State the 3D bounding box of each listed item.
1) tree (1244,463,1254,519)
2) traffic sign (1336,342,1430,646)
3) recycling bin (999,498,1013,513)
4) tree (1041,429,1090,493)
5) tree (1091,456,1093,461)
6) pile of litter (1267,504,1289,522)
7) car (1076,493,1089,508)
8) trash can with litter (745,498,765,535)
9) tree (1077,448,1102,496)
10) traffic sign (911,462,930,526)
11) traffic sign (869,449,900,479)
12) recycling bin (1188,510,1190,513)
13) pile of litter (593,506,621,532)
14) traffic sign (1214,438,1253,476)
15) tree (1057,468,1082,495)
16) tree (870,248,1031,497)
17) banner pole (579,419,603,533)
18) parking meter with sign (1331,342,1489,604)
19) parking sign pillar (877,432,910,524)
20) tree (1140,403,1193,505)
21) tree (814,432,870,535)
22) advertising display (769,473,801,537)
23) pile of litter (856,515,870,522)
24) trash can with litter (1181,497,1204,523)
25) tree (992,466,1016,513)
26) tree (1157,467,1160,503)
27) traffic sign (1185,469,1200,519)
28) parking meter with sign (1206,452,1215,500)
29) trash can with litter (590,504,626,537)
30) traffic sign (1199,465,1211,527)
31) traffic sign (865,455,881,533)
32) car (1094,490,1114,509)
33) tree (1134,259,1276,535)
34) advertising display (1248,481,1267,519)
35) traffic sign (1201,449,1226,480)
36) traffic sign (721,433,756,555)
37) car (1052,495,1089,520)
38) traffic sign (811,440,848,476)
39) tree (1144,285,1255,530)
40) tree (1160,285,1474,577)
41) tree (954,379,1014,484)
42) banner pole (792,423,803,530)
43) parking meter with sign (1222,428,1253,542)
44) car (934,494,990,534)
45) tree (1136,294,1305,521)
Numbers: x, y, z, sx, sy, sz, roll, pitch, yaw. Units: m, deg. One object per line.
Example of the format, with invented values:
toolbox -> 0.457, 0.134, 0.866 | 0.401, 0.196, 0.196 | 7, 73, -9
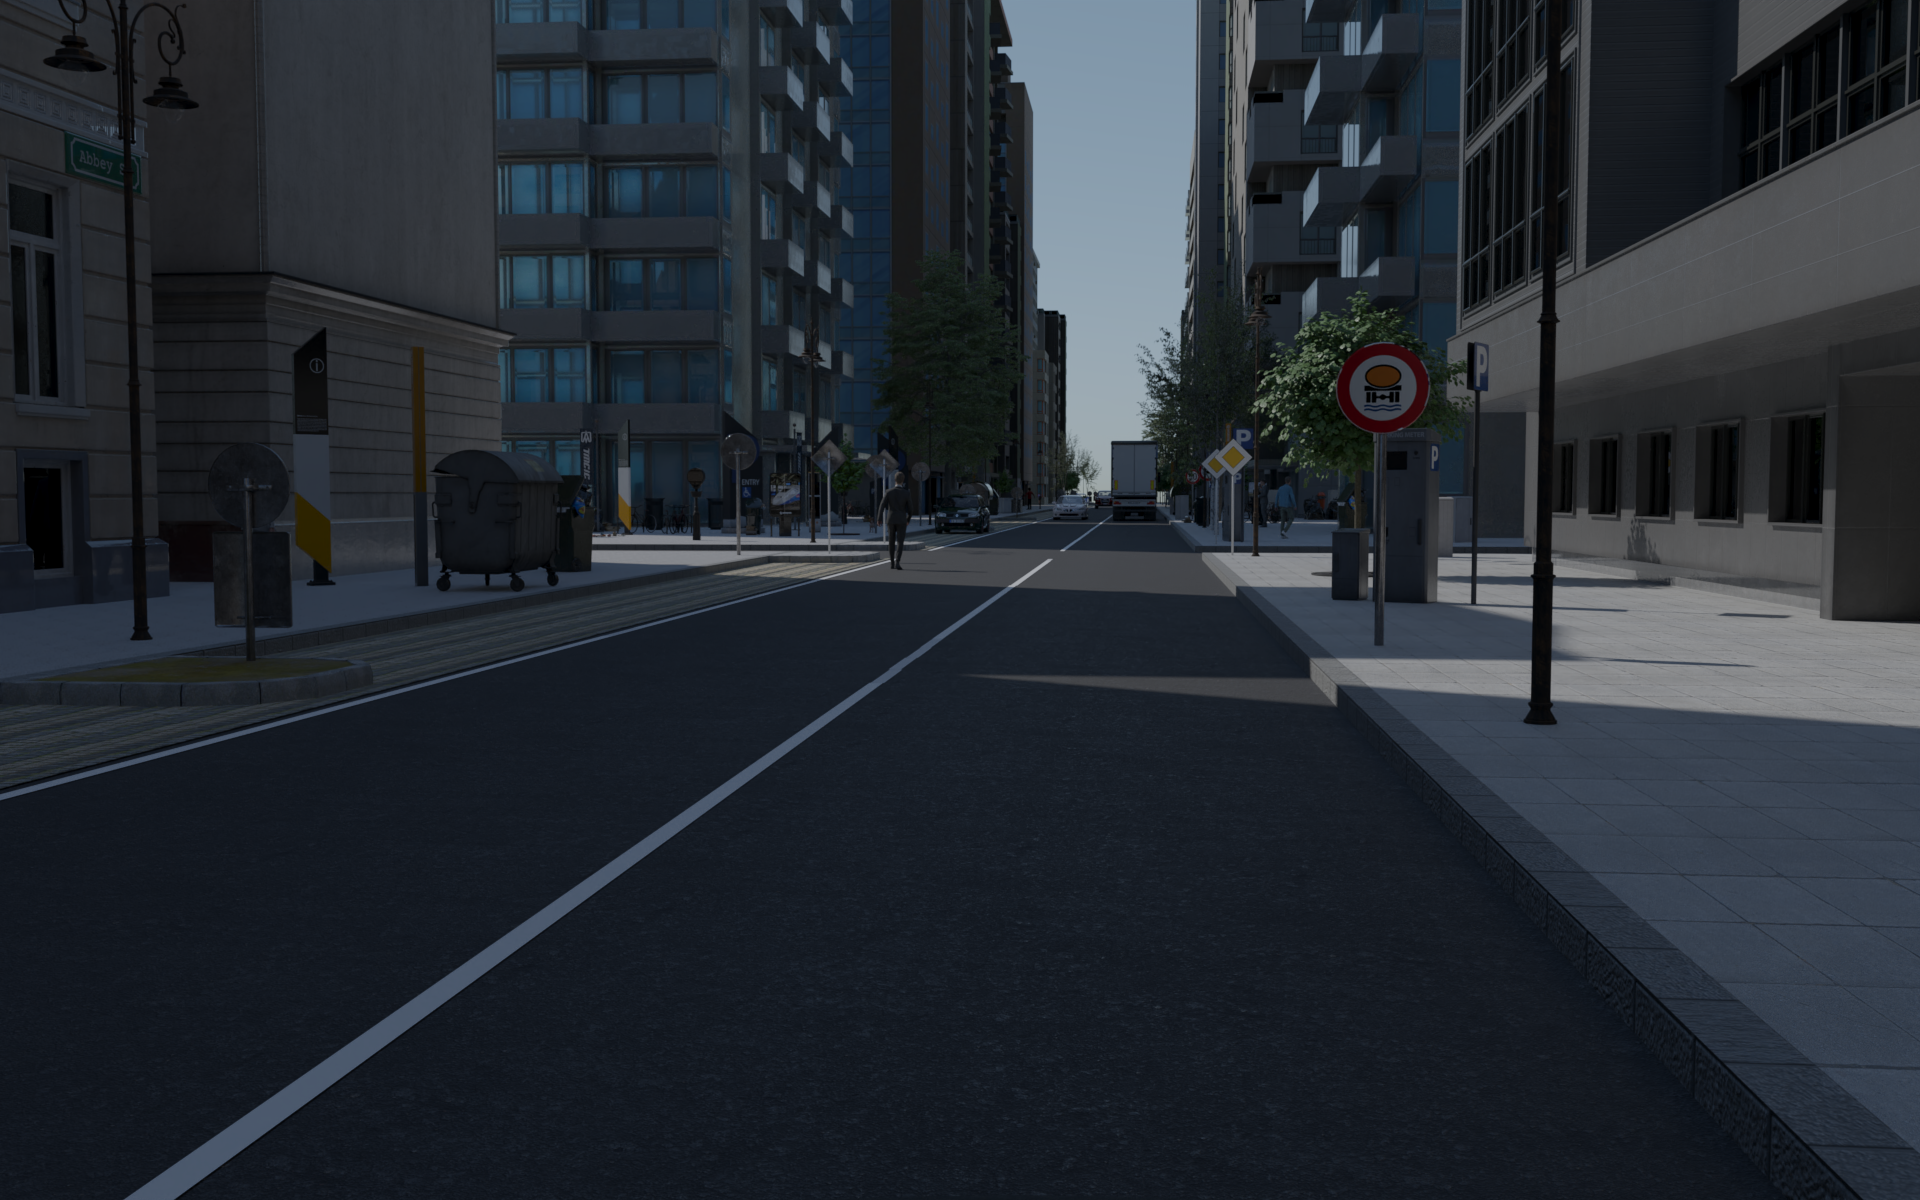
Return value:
tree -> 14.542, -5.803, 89.484 | 1.663, 3.219, 1.824 | 0, 3, 0
traffic sign -> 3.552, -0.887, 14.604 | 0.768, 2.556, 0.104 | 1, 4, 13
recycling bin -> 3.076, -6.290, 115.388 | 0.722, 1.027, 0.722 | -2, 4, -29
tree -> 11.637, -15.042, 196.305 | 4.360, 8.622, 3.978 | 0, 3, 0
tree -> 14.147, -16.259, 216.190 | 4.360, 8.622, 3.978 | 0, 3, 0
pile of litter -> 14.753, -4.127, 81.443 | 1.719, 0.858, 1.176 | 1, 4, 8
car -> 12.645, -10.566, 182.348 | 1.945, 1.707, 3.694 | 0, 4, 8
trash can with litter -> -6.445, -2.626, 54.328 | 0.624, 1.170, 1.055 | 0, 4, -3
tree -> 20.547, -20.039, 277.992 | 4.737, 8.622, 4.395 | 0, 3, 0
traffic sign -> -1.573, -4.210, 68.938 | 0.768, 2.556, 0.104 | 1, 4, 11
traffic sign -> -1.983, -2.623, 45.076 | 0.795, 2.593, 0.064 | 0, 4, 6
recycling bin -> 15.056, -6.303, 115.608 | 0.722, 1.027, 0.722 | -2, 4, -26
pile of litter -> -12.308, -2.810, 59.915 | 1.176, 0.858, 1.719 | 0, 4, 3
traffic sign -> 5.727, -2.081, 36.219 | 0.795, 2.593, 0.064 | 0, 4, 6
tree -> 13.230, -13.912, 211.167 | 4.285, 4.588, 4.351 | 0, 3, 0
tree -> -0.558, -9.954, 80.869 | 7.486, 12.596, 7.792 | 0, 3, 0
banner pole -> -12.316, -4.148, 57.835 | 0.863, 3.779, 0.401 | 1, 4, 14
parking meter with sign -> 5.292, -1.484, 20.530 | 1.738, 3.016, 0.543 | 2, 4, 34
parking sign pillar -> -2.922, -5.323, 75.505 | 1.447, 3.967, 1.447 | -1, 4, -17
tree -> 24.485, -17.488, 204.052 | 7.486, 12.596, 7.792 | 0, 3, 0
tree -> -3.537, -3.634, 54.014 | 1.663, 3.219, 1.824 | 0, 3, 0
advertising display -> -5.284, -2.882, 52.330 | 0.974, 1.923, 0.123 | -1, 4, -20
pile of litter -> -3.973, -4.006, 79.460 | 1.719, 0.858, 1.176 | -1, 4, -10
trash can with litter -> 10.384, -3.995, 76.709 | 1.055, 1.170, 0.624 | -1, 4, -11
tree -> 3.123, -7.624, 119.259 | 1.663, 3.219, 1.824 | 0, 3, 0
tree -> 17.827, -9.349, 136.573 | 4.285, 4.588, 4.351 | 0, 3, 0
traffic sign -> 11.812, -5.372, 87.938 | 0.768, 2.556, 0.104 | 1, 4, 13
parking meter with sign -> 10.536, -4.688, 72.917 | 0.543, 3.016, 1.738 | 0, 4, 3
trash can with litter -> -10.906, -2.503, 51.979 | 2.233, 1.210, 1.678 | -3, 5, -42
traffic sign -> 9.718, -4.146, 67.890 | 0.768, 2.556, 0.104 | 0, 4, 6
traffic sign -> -2.739, -3.437, 56.305 | 0.768, 2.556, 0.104 | 1, 4, 14
car -> 14.254, -9.848, 169.685 | 2.281, 1.827, 5.304 | 0, 4, 6
tree -> 7.900, -6.361, 54.358 | 4.360, 8.622, 3.978 | 0, 3, 0
advertising display -> 15.165, -5.079, 88.258 | 0.974, 1.923, 0.123 | 1, 4, 11
traffic sign -> 6.562, -2.567, 44.160 | 0.795, 2.593, 0.064 | 0, 4, 6
traffic sign -> -4.651, -2.216, 36.332 | 0.768, 2.556, 0.104 | 0, 4, 8
car -> 6.230, -5.191, 97.238 | 2.083, 1.381, 4.827 | 0, 4, 6
traffic sign -> -2.818, -2.137, 37.134 | 0.795, 2.593, 0.064 | 0, 4, 6
tree -> 8.848, -6.788, 61.342 | 4.737, 8.622, 4.395 | 0, 3, 0
tree -> 6.225, -2.665, 27.284 | 4.285, 4.588, 4.351 | 0, 3, 0
tree -> 1.074, -9.215, 101.021 | 4.360, 8.622, 3.978 | 0, 3, 0
banner pole -> -5.771, -4.374, 61.534 | 0.401, 3.779, 0.863 | 1, 4, 20
parking meter with sign -> 7.446, -3.095, 46.859 | 0.543, 3.016, 1.738 | 0, 4, -4
car -> 0.100, -3.261, 63.096 | 2.009, 1.686, 4.222 | 0, 4, 6
tree -> 12.267, -8.966, 80.998 | 8.767, 10.594, 7.601 | -1, 4, -21
